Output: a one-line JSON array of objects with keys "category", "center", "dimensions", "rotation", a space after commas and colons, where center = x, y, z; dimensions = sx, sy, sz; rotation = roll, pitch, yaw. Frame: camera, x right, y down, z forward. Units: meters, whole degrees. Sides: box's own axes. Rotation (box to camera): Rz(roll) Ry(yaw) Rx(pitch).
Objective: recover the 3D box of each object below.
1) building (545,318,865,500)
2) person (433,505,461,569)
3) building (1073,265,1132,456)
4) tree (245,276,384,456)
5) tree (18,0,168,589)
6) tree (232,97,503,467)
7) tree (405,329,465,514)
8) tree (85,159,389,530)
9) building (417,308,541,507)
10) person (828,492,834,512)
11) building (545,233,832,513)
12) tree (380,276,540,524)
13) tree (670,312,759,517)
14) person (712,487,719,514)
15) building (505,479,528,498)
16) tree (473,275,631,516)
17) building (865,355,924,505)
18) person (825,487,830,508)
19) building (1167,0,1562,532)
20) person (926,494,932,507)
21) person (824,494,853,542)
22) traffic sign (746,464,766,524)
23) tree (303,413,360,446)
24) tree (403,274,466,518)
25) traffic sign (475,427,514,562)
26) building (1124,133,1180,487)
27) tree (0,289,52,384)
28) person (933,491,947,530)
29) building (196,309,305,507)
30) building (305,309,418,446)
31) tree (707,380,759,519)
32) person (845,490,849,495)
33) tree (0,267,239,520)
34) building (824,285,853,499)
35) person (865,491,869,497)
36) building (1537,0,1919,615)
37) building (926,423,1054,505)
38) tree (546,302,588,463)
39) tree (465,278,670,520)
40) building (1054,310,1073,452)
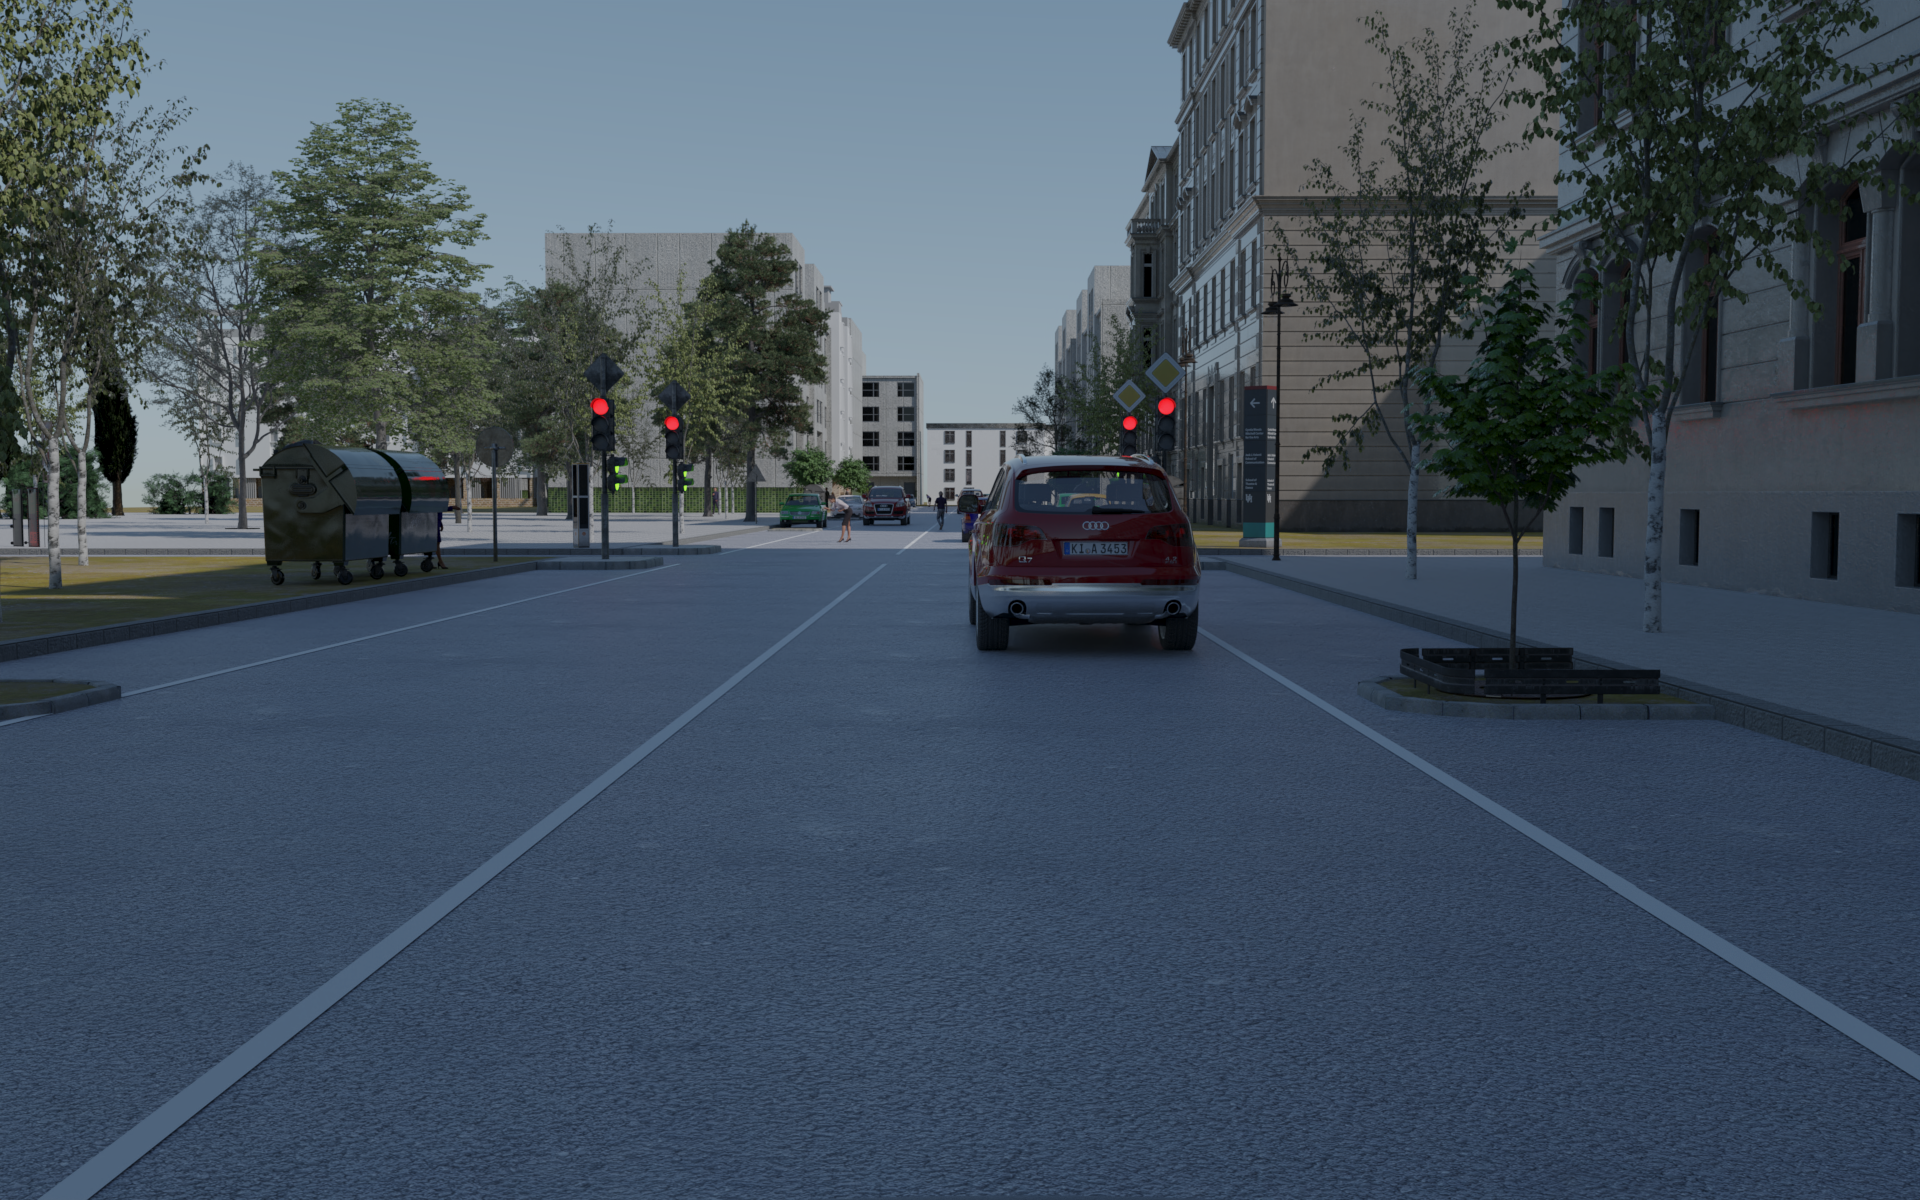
[{"category": "building", "center": [-26.583, -19.334, 182.566], "dimensions": [31.486, 18.905, 16.747], "rotation": [0, 4, 1]}, {"category": "person", "center": [-8.869, -1.299, 29.651], "dimensions": [0.546, 1.535, 0.453], "rotation": [-2, 4, -29]}, {"category": "building", "center": [18.833, -16.888, 142.574], "dimensions": [16.747, 18.905, 31.486], "rotation": [0, 4, 1]}, {"category": "tree", "center": [-31.288, -9.919, 84.230], "dimensions": [6.751, 12.117, 7.091], "rotation": [0, 3, 0]}, {"category": "tree", "center": [-12.274, -4.473, 23.499], "dimensions": [4.360, 8.622, 3.978], "rotation": [0, 3, 0]}, {"category": "tree", "center": [-17.360, -8.093, 50.455], "dimensions": [7.486, 12.596, 7.792], "rotation": [0, 3, 0]}, {"category": "tree", "center": [-32.702, -11.644, 112.427], "dimensions": [6.751, 12.117, 7.091], "rotation": [0, 3, 0]}, {"category": "tree", "center": [-26.113, -9.334, 62.986], "dimensions": [12.009, 13.543, 11.850], "rotation": [0, 3, 0]}, {"category": "building", "center": [-48.621, -19.955, 182.680], "dimensions": [11.380, 20.091, 16.016], "rotation": [0, 4, 1]}, {"category": "person", "center": [-9.276, -7.093, 125.232], "dimensions": [0.599, 1.433, 0.991], "rotation": [1, 4, 21]}, {"category": "building", "center": [-19.546, -16.318, 133.249], "dimensions": [16.747, 18.905, 31.486], "rotation": [0, 4, 1]}, {"category": "tree", "center": [-22.059, -8.596, 74.961], "dimensions": [8.767, 10.594, 7.601], "rotation": [2, 4, 25]}, {"category": "tree", "center": [-14.251, -10.745, 97.741], "dimensions": [6.751, 12.117, 7.091], "rotation": [0, 3, 0]}, {"category": "person", "center": [-15.441, -6.259, 109.295], "dimensions": [0.541, 1.710, 0.530], "rotation": [3, 4, 38]}, {"category": "building", "center": [-52.209, -21.158, 212.386], "dimensions": [31.486, 18.905, 16.747], "rotation": [0, 4, 1]}, {"category": "tree", "center": [-24.525, -11.926, 101.648], "dimensions": [9.857, 13.997, 8.962], "rotation": [0, 3, 0]}, {"category": "building", "center": [-20.455, -21.172, 212.622], "dimensions": [31.486, 18.905, 16.747], "rotation": [0, 4, 1]}, {"category": "person", "center": [-10.506, -7.952, 136.088], "dimensions": [0.705, 1.821, 1.348], "rotation": [1, 4, 23]}, {"category": "building", "center": [15.804, -16.646, 69.427], "dimensions": [12.463, 27.353, 25.104], "rotation": [0, 4, 1]}, {"category": "person", "center": [-3.496, -11.072, 192.765], "dimensions": [0.697, 1.427, 0.421], "rotation": [3, 4, 39]}, {"category": "person", "center": [-3.568, -2.426, 51.349], "dimensions": [0.628, 1.438, 0.799], "rotation": [2, 4, 32]}, {"category": "traffic sign", "center": [-8.766, -4.552, 74.437], "dimensions": [0.884, 2.594, 0.081], "rotation": [0, 4, 4]}, {"category": "tree", "center": [-35.774, -9.090, 98.983], "dimensions": [4.737, 8.622, 4.395], "rotation": [0, 3, 0]}, {"category": "tree", "center": [-16.405, -6.567, 57.729], "dimensions": [4.360, 8.622, 3.978], "rotation": [0, 3, 0]}, {"category": "traffic sign", "center": [-8.824, -2.001, 32.830], "dimensions": [0.768, 2.556, 0.104], "rotation": [1, 4, 9]}, {"category": "building", "center": [16.815, -17.163, 99.700], "dimensions": [14.460, 24.649, 34.723], "rotation": [0, 4, 1]}, {"category": "tree", "center": [-30.745, -7.040, 49.511], "dimensions": [8.767, 10.594, 7.601], "rotation": [-2, 4, -35]}, {"category": "person", "center": [-0.820, -3.599, 69.549], "dimensions": [0.569, 1.553, 0.471], "rotation": [1, 4, 13]}, {"category": "building", "center": [-71.783, -20.015, 183.658], "dimensions": [11.380, 20.091, 16.016], "rotation": [0, 4, 1]}, {"category": "building", "center": [-60.404, -20.004, 183.492], "dimensions": [11.380, 20.091, 16.016], "rotation": [0, 4, 1]}, {"category": "tree", "center": [-11.977, -8.473, 88.900], "dimensions": [4.360, 8.622, 3.978], "rotation": [0, 3, 0]}, {"category": "person", "center": [-9.294, -8.367, 143.397], "dimensions": [0.434, 1.755, 0.990], "rotation": [-1, 4, -21]}, {"category": "tree", "center": [-52.429, -12.376, 104.175], "dimensions": [13.155, 14.587, 18.604], "rotation": [0, 4, 5]}, {"category": "building", "center": [-18.271, -18.268, 155.105], "dimensions": [16.016, 20.091, 11.380], "rotation": [0, 4, 1]}, {"category": "person", "center": [-9.494, -10.494, 177.639], "dimensions": [0.705, 1.821, 1.348], "rotation": [3, 4, 36]}, {"category": "building", "center": [16.420, -14.142, 18.618], "dimensions": [14.401, 28.519, 23.554], "rotation": [0, 4, 1]}, {"category": "building", "center": [10.065, -16.321, 209.000], "dimensions": [28.070, 9.664, 9.099], "rotation": [0, 4, 1]}, {"category": "tree", "center": [-14.143, -7.141, 67.122], "dimensions": [4.737, 8.622, 4.395], "rotation": [0, 3, 0]}, {"category": "tree", "center": [-19.555, -10.061, 86.553], "dimensions": [6.751, 12.117, 7.091], "rotation": [0, 3, 0]}, {"category": "building", "center": [18.624, -18.844, 174.558], "dimensions": [16.747, 18.905, 31.486], "rotation": [0, 4, 1]}]
